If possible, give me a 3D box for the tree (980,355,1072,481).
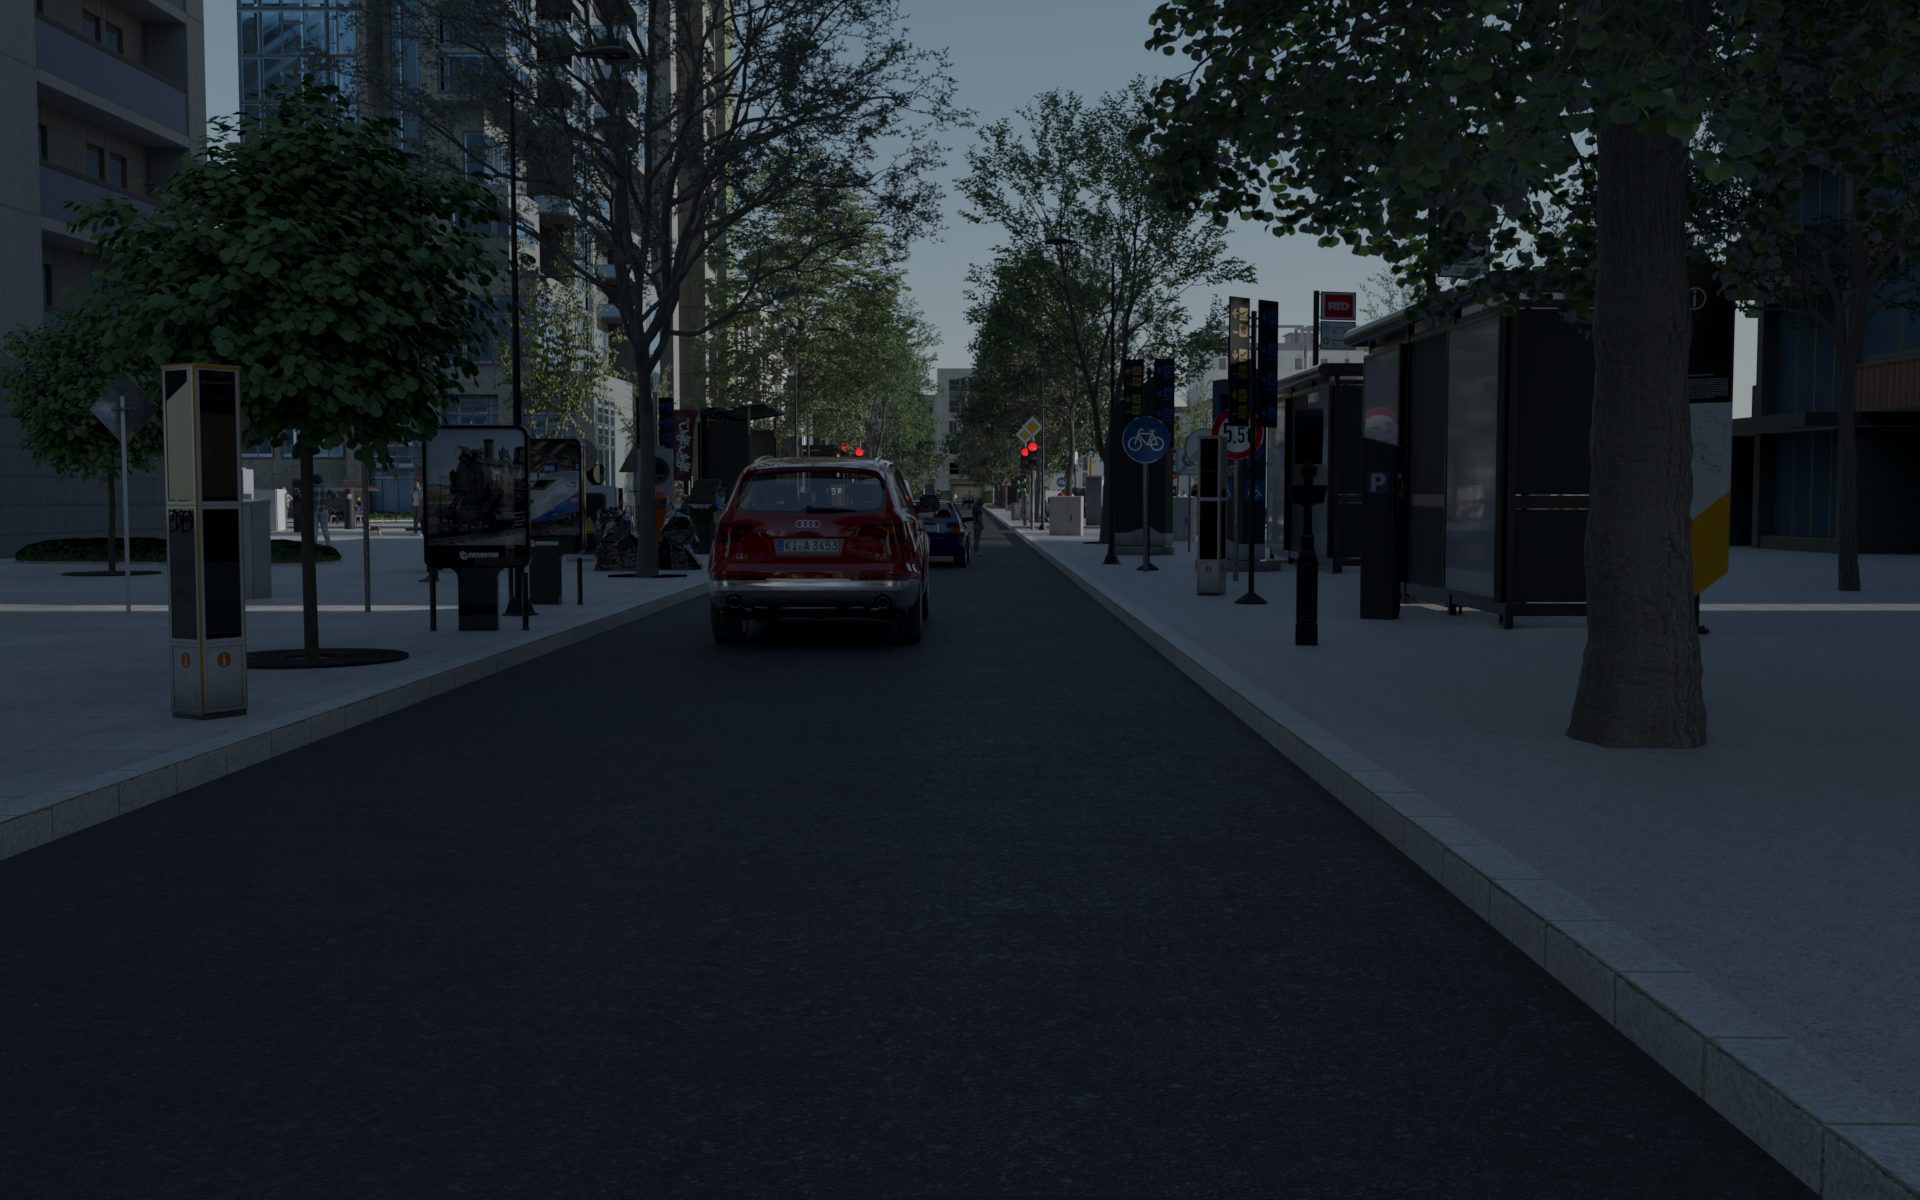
[{"bbox_3d":[4.696,-11.187,101.031,7.486,12.596,7.792,0,3,0],"label":"tree"}]

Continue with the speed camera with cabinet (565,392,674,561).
[{"bbox_3d":[-6.546,-2.382,33.282,2.038,3.252,0.660,-1,4,-8],"label":"speed camera with cabinet"}]

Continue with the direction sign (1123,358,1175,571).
[{"bbox_3d":[3.163,-2.268,29.074,0.876,3.537,0.379,1,4,21],"label":"direction sign"}]

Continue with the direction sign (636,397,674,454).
[{"bbox_3d":[-7.145,-2.975,40.641,0.876,3.537,0.379,-1,4,-21],"label":"direction sign"}]

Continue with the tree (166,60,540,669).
[{"bbox_3d":[-4.927,-1.808,13.271,4.285,4.588,4.351,0,3,0],"label":"tree"}]

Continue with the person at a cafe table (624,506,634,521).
[{"bbox_3d":[-15.171,-4.390,82.638,1.698,1.238,1.726,0,4,-2],"label":"person at a cafe table"}]

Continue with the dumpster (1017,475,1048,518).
[{"bbox_3d":[3.682,-5.212,87.714,1.502,2.255,1.985,0,4,0],"label":"dumpster"}]

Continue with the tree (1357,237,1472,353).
[{"bbox_3d":[13.220,-5.984,48.196,4.360,8.622,3.978,0,3,0],"label":"tree"}]

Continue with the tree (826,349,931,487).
[{"bbox_3d":[-5.448,-12.576,122.623,9.611,12.733,9.660,0,3,0],"label":"tree"}]

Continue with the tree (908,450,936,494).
[{"bbox_3d":[-4.776,-16.424,218.890,4.737,8.622,4.395,0,3,0],"label":"tree"}]

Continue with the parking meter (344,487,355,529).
[{"bbox_3d":[-22.244,-3.345,63.096,0.372,1.533,0.369,0,3,0],"label":"parking meter"}]

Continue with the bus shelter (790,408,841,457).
[{"bbox_3d":[-6.093,-5.950,74.921,2.179,5.291,8.768,0,3,0],"label":"bus shelter"}]

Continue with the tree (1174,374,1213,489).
[{"bbox_3d":[14.298,-9.492,105.558,4.737,8.622,4.395,0,3,0],"label":"tree"}]

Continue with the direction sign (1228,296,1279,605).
[{"bbox_3d":[3.408,-1.723,20.171,0.876,3.537,0.379,-3,5,-42],"label":"direction sign"}]

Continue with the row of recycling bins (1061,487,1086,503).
[{"bbox_3d":[7.352,-6.286,109.896,1.069,1.692,3.534,-1,4,-20],"label":"row of recycling bins"}]

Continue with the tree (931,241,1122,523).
[{"bbox_3d":[3.696,-9.844,77.960,9.611,12.733,9.660,0,3,0],"label":"tree"}]

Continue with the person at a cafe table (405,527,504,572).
[{"bbox_3d":[-8.274,-1.128,29.308,1.698,1.238,1.726,0,4,-1],"label":"person at a cafe table"}]

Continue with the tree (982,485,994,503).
[{"bbox_3d":[4.098,-15.883,210.049,4.737,8.622,4.395,0,3,0],"label":"tree"}]

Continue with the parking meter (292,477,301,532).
[{"bbox_3d":[-22.243,-3.205,58.108,0.255,1.863,0.399,-1,4,-20],"label":"parking meter"}]

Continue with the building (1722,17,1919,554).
[{"bbox_3d":[28.352,-23.141,32.979,22.147,44.769,28.867,0,4,0],"label":"building"}]

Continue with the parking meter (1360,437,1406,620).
[{"bbox_3d":[4.335,-0.737,17.758,0.399,1.863,0.255,2,4,33],"label":"parking meter"}]

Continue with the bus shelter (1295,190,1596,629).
[{"bbox_3d":[5.968,-2.623,20.525,2.179,5.291,8.768,0,3,0],"label":"bus shelter"}]

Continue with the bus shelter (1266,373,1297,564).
[{"bbox_3d":[6.787,-3.321,31.936,2.179,5.291,8.768,0,3,0],"label":"bus shelter"}]

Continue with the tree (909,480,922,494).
[{"bbox_3d":[-4.983,-12.023,191.169,1.663,3.219,1.824,0,3,0],"label":"tree"}]

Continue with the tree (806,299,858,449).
[{"bbox_3d":[-4.539,-9.998,89.218,9.928,11.665,9.643,0,3,0],"label":"tree"}]

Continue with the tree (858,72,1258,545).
[{"bbox_3d":[3.688,-7.239,44.115,9.928,11.665,9.643,0,3,0],"label":"tree"}]

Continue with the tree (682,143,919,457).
[{"bbox_3d":[-4.962,-8.427,55.900,7.486,12.596,7.792,0,3,0],"label":"tree"}]

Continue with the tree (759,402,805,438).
[{"bbox_3d":[-13.285,-10.809,127.091,4.737,8.622,4.395,0,3,0],"label":"tree"}]

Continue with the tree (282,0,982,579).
[{"bbox_3d":[-4.762,-7.081,26.139,12.009,13.543,11.850,0,3,0],"label":"tree"}]

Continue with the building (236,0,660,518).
[{"bbox_3d":[-30.233,-48.386,103.781,22.319,86.520,31.000,0,4,0],"label":"building"}]

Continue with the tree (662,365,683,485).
[{"bbox_3d":[-16.421,-8.701,92.616,4.737,8.622,4.395,0,3,0],"label":"tree"}]

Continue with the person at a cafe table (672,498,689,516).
[{"bbox_3d":[-6.190,-1.918,42.227,1.726,1.238,1.698,2,4,26],"label":"person at a cafe table"}]

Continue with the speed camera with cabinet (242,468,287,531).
[{"bbox_3d":[-24.696,-4.069,60.862,2.038,3.252,0.660,1,4,16],"label":"speed camera with cabinet"}]

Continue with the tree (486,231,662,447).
[{"bbox_3d":[-11.160,-5.950,47.643,4.737,8.622,4.395,0,3,0],"label":"tree"}]

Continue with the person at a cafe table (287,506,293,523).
[{"bbox_3d":[-30.075,-4.211,77.359,1.622,1.524,1.698,-1,4,-22],"label":"person at a cafe table"}]

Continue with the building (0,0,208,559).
[{"bbox_3d":[-32.917,-30.329,37.878,28.212,58.520,21.231,0,4,0],"label":"building"}]

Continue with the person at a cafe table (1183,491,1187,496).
[{"bbox_3d":[17.684,-7.998,139.274,1.622,1.524,1.698,1,4,10],"label":"person at a cafe table"}]

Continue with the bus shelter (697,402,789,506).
[{"bbox_3d":[-5.831,-3.422,47.231,1.731,3.624,6.357,0,4,0],"label":"bus shelter"}]

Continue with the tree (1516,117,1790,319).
[{"bbox_3d":[13.094,-5.002,32.138,4.737,8.622,4.395,0,3,0],"label":"tree"}]

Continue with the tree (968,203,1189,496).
[{"bbox_3d":[3.726,-7.362,54.774,7.601,10.594,8.767,0,4,5],"label":"tree"}]

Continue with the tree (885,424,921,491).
[{"bbox_3d":[-4.882,-11.980,146.241,4.360,8.622,3.978,0,3,0],"label":"tree"}]

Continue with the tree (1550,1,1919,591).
[{"bbox_3d":[11.471,-5.402,22.729,7.601,10.594,8.767,0,4,4],"label":"tree"}]

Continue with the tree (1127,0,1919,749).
[{"bbox_3d":[3.583,-6.229,8.507,9.857,13.997,8.962,0,3,0],"label":"tree"}]
